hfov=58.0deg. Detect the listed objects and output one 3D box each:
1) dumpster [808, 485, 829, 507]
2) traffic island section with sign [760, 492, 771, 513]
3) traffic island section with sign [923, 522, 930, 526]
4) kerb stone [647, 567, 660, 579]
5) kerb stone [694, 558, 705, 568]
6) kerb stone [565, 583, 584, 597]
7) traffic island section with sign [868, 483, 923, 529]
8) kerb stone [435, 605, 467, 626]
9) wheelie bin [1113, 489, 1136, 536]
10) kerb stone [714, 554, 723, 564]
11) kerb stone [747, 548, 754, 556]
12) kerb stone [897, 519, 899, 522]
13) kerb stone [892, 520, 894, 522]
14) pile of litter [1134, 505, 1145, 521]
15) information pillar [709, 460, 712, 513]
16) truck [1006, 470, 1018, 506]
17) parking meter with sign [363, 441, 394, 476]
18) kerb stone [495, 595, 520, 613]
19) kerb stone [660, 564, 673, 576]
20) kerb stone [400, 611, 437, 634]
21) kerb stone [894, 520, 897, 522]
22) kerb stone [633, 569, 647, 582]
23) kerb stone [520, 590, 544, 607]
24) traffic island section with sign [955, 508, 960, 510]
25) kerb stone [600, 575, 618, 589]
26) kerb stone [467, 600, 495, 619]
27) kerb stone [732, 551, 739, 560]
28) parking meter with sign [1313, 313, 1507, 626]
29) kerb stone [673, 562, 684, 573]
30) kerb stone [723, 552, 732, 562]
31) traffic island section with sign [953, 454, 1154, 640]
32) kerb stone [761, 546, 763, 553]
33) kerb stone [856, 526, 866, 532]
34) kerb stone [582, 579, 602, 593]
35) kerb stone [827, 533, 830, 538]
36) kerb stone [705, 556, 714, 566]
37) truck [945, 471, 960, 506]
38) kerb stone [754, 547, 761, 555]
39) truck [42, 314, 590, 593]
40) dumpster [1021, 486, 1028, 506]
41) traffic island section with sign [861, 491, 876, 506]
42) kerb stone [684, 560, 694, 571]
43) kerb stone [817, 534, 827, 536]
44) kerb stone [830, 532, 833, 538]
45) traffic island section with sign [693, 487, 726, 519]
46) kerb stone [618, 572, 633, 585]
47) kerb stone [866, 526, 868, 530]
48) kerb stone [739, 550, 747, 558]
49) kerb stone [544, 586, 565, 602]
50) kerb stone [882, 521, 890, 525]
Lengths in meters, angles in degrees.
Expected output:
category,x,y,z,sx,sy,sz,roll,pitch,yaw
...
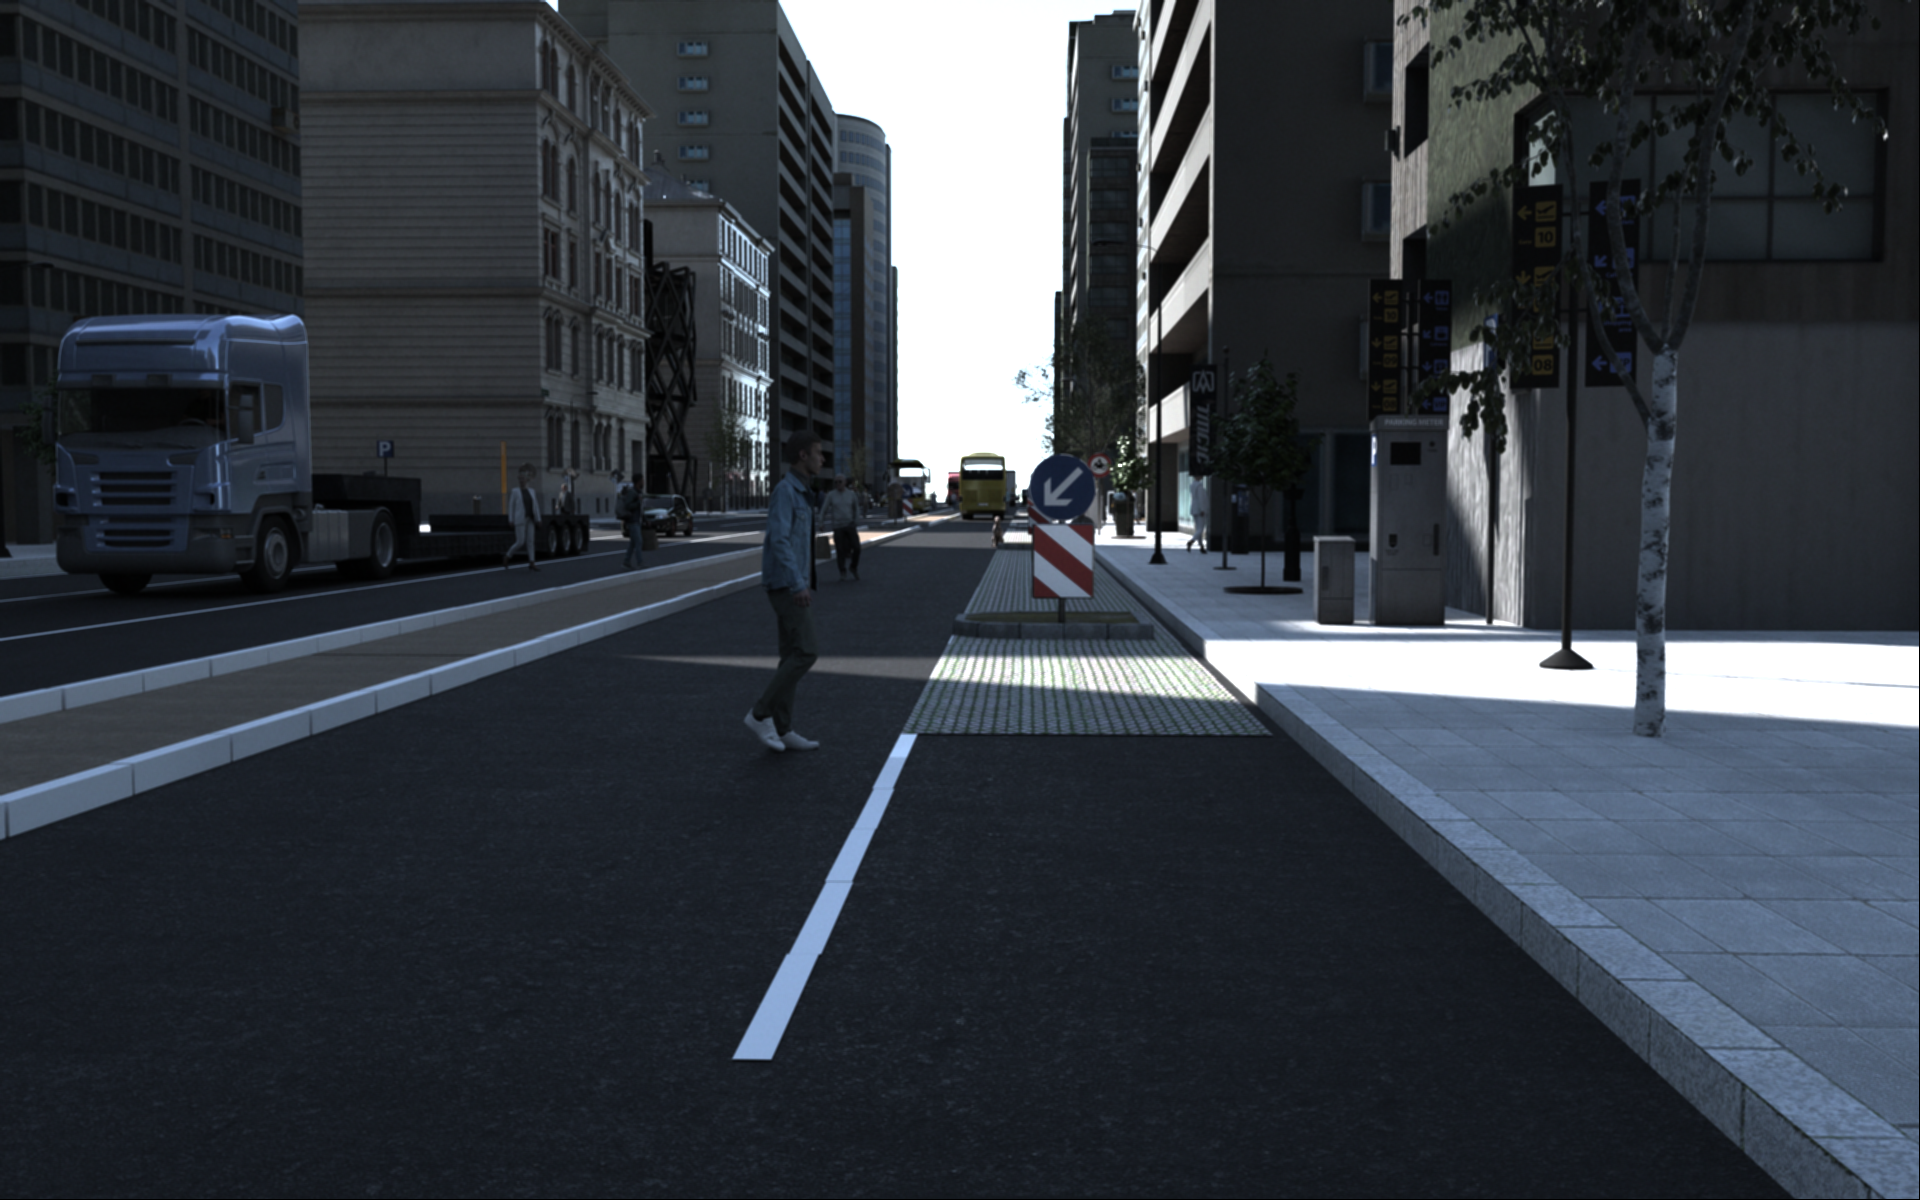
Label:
category,x,y,z,sx,sy,sz,roll,pitch,yaw
dumpster,-12.641,-9.051,152.933,1.985,2.255,1.502,0,4,4
traffic island section with sign,-13.768,-7.339,128.618,1.989,1.847,2.006,0,4,2
traffic island section with sign,-2.388,-4.270,77.946,2.006,1.907,1.989,0,4,2
kerb stone,-5.286,-0.435,29.345,0.120,0.150,1.000,0,4,2
kerb stone,-5.133,-0.688,33.442,0.120,0.150,1.000,0,4,2
kerb stone,-5.486,-0.114,24.228,0.120,0.150,1.000,0,4,2
traffic island section with sign,-2.680,-3.817,70.544,2.006,1.907,1.989,0,4,2
kerb stone,-5.681,0.189,19.099,0.120,0.150,1.000,0,4,2
wheelie bin,5.039,-2.760,53.039,0.693,1.594,0.980,0,4,6
kerb stone,-5.053,-0.813,35.485,0.120,0.150,1.000,0,4,2
kerb stone,-4.899,-1.053,39.576,0.120,0.150,1.000,0,4,2
kerb stone,-3.203,-3.790,84.165,0.120,0.150,1.000,0,4,2
kerb stone,-3.321,-3.602,81.092,0.120,0.150,1.000,0,4,2
pile of litter,8.892,-4.145,81.742,1.719,0.858,1.176,1,4,14
information pillar,-17.013,-7.746,117.994,0.183,3.616,0.504,0,4,1
truck,5.472,-13.378,207.641,2.839,4.237,11.283,0,4,3
parking meter with sign,-18.831,-3.630,55.604,0.543,3.016,1.738,1,4,10
kerb stone,-5.605,0.067,21.149,0.120,0.150,1.000,0,4,2
kerb stone,-5.248,-0.500,30.370,0.120,0.150,1.000,0,4,2
kerb stone,-5.719,0.252,18.077,0.120,0.150,1.000,0,4,2
kerb stone,-3.240,-3.728,83.142,0.120,0.150,1.000,0,4,2
kerb stone,-5.330,-0.375,28.323,0.120,0.150,1.000,0,4,2
kerb stone,-5.558,0.004,22.170,0.120,0.150,1.000,0,4,2
traffic island section with sign,0.464,-8.862,153.030,2.006,1.907,1.989,0,4,2
kerb stone,-5.403,-0.249,26.270,0.120,0.150,1.000,0,4,2
kerb stone,-5.645,0.131,20.128,0.120,0.150,1.000,0,4,2
kerb stone,-4.980,-0.938,37.531,0.120,0.150,1.000,0,4,2
parking meter with sign,4.383,-1.268,16.988,1.738,3.016,0.543,0,4,3
kerb stone,-5.205,-0.560,31.392,0.120,0.150,1.000,0,4,2
kerb stone,-5.013,-0.875,36.507,0.120,0.150,1.000,0,4,2
traffic island section with sign,0.936,-0.566,17.879,1.989,1.847,2.006,0,4,2
kerb stone,-4.813,-1.180,41.619,0.120,0.150,1.000,0,4,2
kerb stone,-3.846,-2.745,67.252,0.120,0.150,1.000,0,4,2
kerb stone,-5.441,-0.183,25.248,0.120,0.150,1.000,0,4,2
kerb stone,-4.312,-2.003,54.966,0.120,0.150,1.000,0,4,2
kerb stone,-5.092,-0.750,34.464,0.120,0.150,1.000,0,4,2
truck,-0.239,-13.923,216.549,2.839,4.237,11.283,0,4,2
kerb stone,-4.863,-1.121,40.598,0.120,0.150,1.000,0,4,2
truck,-10.594,-2.578,31.910,2.967,4.110,18.799,0,4,3
dumpster,7.378,-10.738,180.509,1.985,2.255,1.502,0,4,3
traffic island section with sign,-10.849,-12.052,205.683,1.989,1.847,2.006,0,4,2
kerb stone,-5.175,-0.625,32.413,0.120,0.150,1.000,0,4,2
kerb stone,-4.349,-1.942,53.945,0.120,0.150,1.000,0,4,2
kerb stone,-4.277,-2.067,55.990,0.120,0.150,1.000,0,4,2
traffic island section with sign,-14.814,-5.685,101.582,1.989,1.847,2.006,0,4,2
kerb stone,-5.371,-0.312,27.292,0.120,0.150,1.000,0,4,2
kerb stone,-3.812,-2.815,68.277,0.120,0.150,1.000,0,4,2
kerb stone,-4.935,-0.999,38.554,0.120,0.150,1.000,0,4,2
kerb stone,-5.518,-0.061,23.193,0.120,0.150,1.000,0,4,2
kerb stone,-3.393,-3.477,79.041,0.120,0.150,1.000,0,4,2
